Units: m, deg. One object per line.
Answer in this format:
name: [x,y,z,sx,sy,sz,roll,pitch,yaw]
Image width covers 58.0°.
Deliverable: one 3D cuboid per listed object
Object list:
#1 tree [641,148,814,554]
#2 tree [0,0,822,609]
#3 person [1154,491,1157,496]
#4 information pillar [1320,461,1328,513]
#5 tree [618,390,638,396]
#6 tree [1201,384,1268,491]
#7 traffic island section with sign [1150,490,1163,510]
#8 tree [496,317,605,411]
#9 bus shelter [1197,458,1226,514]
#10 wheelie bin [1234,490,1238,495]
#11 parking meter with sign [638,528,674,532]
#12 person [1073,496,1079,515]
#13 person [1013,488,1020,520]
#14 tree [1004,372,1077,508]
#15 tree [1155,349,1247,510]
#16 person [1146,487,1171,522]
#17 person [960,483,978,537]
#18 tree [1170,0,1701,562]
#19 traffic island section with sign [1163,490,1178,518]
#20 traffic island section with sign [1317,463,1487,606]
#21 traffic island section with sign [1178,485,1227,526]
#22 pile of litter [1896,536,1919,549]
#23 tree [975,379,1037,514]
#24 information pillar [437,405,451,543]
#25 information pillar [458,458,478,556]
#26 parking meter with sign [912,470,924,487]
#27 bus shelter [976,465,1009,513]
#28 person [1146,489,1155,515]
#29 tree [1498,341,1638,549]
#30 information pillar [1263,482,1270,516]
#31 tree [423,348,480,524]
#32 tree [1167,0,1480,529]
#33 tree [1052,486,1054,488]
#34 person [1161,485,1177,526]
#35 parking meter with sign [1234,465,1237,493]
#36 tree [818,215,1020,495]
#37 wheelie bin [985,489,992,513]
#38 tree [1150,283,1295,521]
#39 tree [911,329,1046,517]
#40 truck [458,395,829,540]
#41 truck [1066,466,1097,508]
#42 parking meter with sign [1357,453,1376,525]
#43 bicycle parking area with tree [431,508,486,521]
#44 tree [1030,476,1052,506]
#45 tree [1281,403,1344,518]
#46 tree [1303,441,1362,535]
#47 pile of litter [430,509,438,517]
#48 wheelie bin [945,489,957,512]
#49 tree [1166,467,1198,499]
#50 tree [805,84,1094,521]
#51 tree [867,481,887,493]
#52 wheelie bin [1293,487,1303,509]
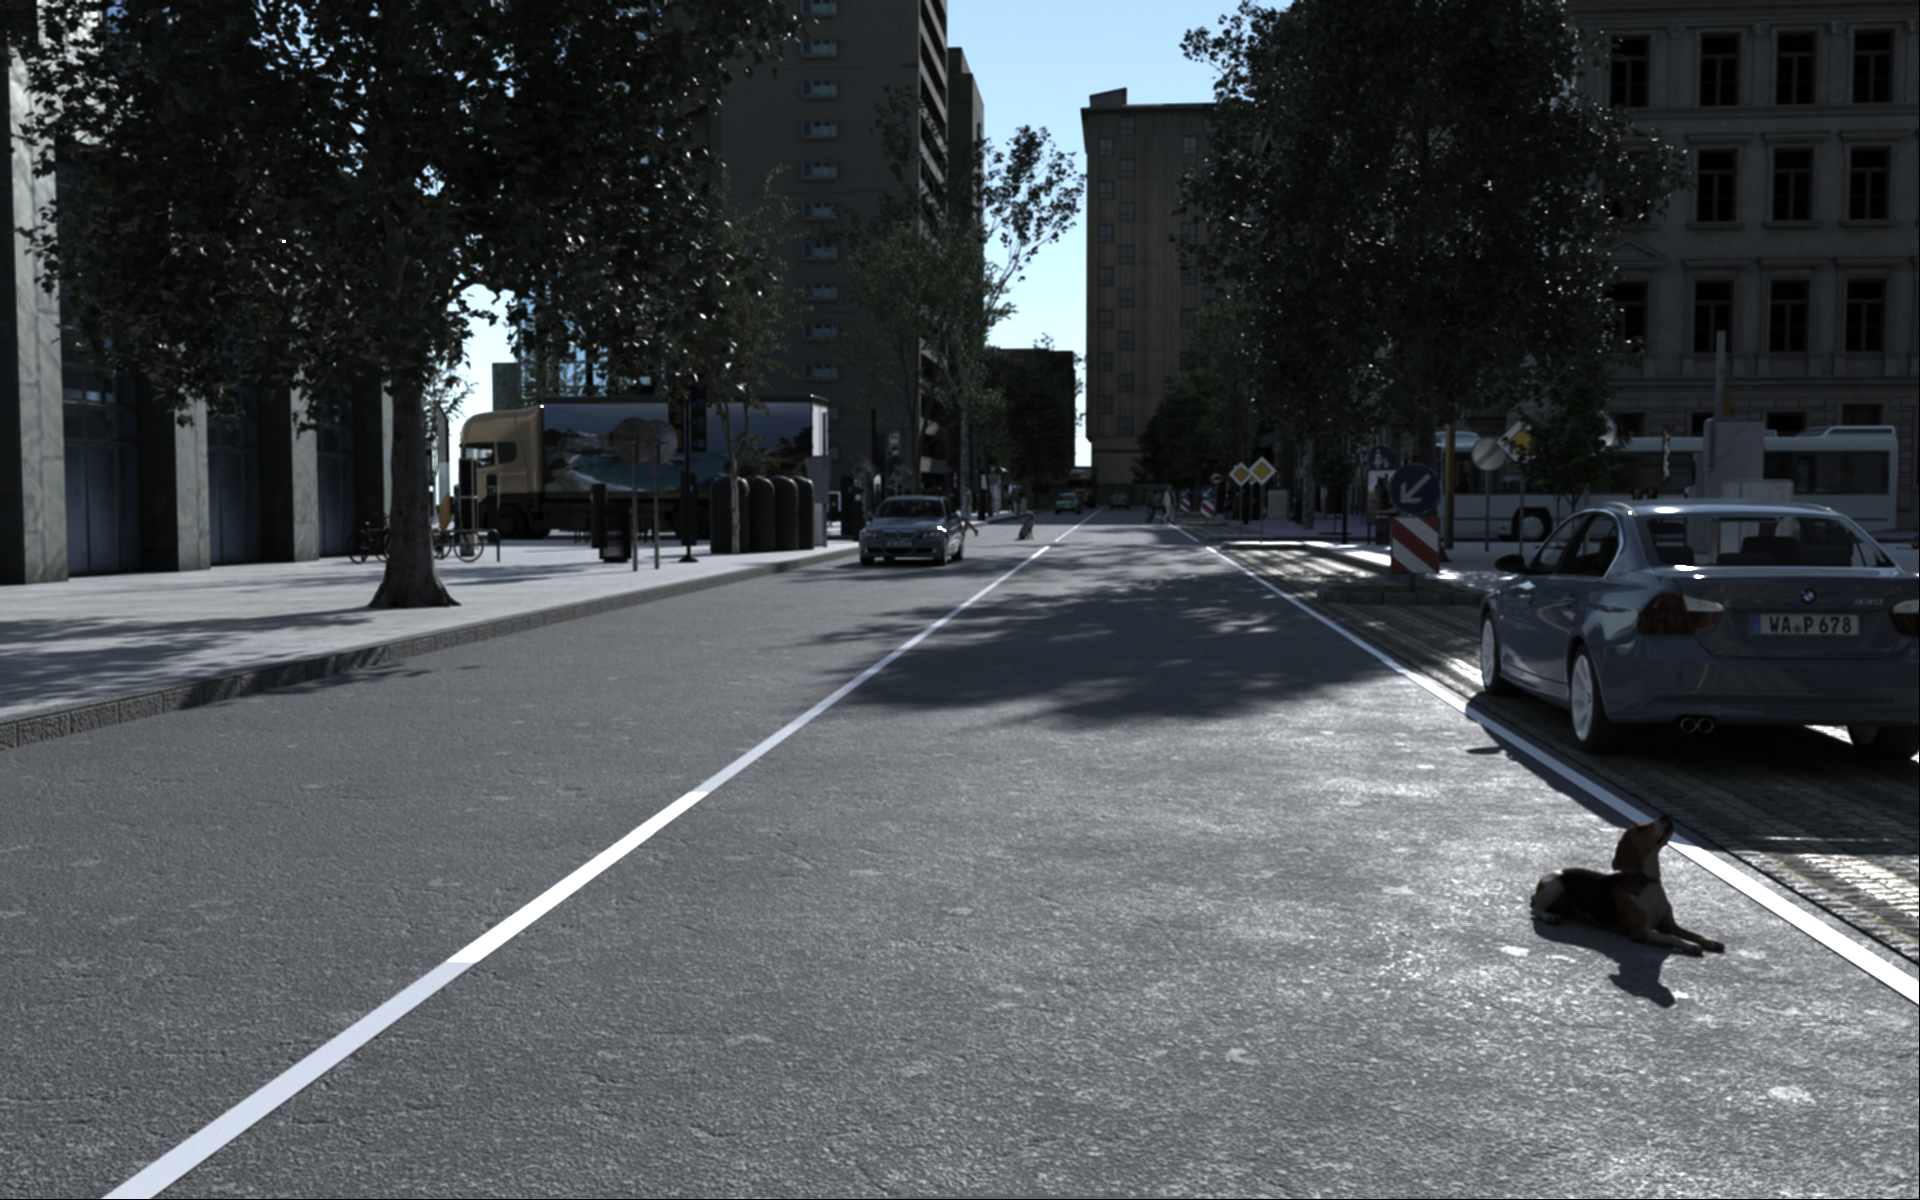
tree: [-4.918,-5.269,36.504,4.360,8.622,3.978,0,3,0]
tree: [-6.392,-6.277,19.639,9.611,12.733,9.660,0,3,0]
person: [19.313,-9.853,170.311,0.721,1.735,1.217,1,4,21]
information pillar: [24.327,-7.606,115.708,0.504,3.616,0.183,2,4,35]
tree: [-22.062,-9.920,112.560,4.737,8.622,4.395,0,3,0]
tree: [17.160,-9.759,109.918,4.737,8.622,4.395,0,3,0]
traffic island section with sign: [18.173,-8.930,154.629,1.989,1.847,2.006,0,4,5]
tree: [-16.249,-7.213,68.293,4.737,8.622,4.395,0,3,0]
bus shelter: [16.904,-7.651,116.383,1.731,3.624,6.357,0,4,6]
wheelie bin: [20.115,-7.161,124.985,0.693,1.594,0.980,-2,4,-27]
parking meter with sign: [-10.010,-3.786,58.163,1.738,3.016,0.543,-2,4,-26]
person: [7.949,-6.449,118.187,0.590,1.304,0.306,-3,5,-39]
person: [3.187,-5.394,97.241,0.362,1.759,0.519,1,4,22]
tree: [7.404,-14.851,160.935,7.486,12.596,7.792,0,3,0]
tree: [18.946,-13.313,135.797,7.486,12.596,7.792,0,3,0]
person: [10.119,-4.836,87.788,1.509,1.804,0.699,-1,4,-19]
person: [0.300,-3.018,57.941,0.778,1.811,0.616,2,4,31]
tree: [8.861,-7.083,32.811,9.611,12.733,9.660,0,3,0]
traffic island section with sign: [13.517,-5.901,105.105,1.989,1.847,2.006,0,4,5]
traffic island section with sign: [5.833,-0.887,23.131,1.989,1.847,2.006,0,4,5]
traffic island section with sign: [10.957,-4.231,77.810,1.989,1.847,2.006,0,4,5]
pile of litter: [22.742,-1.615,40.377,1.719,0.858,1.176,1,4,23]
tree: [2.530,-9.739,109.600,4.737,8.622,4.395,0,3,0]
information pillar: [-13.496,-3.298,45.272,0.183,3.616,0.504,-3,5,-43]
information pillar: [-10.155,-1.913,35.775,0.304,2.012,0.304,0,4,0]
parking meter with sign: [-2.743,-7.759,123.126,0.543,3.016,1.738,2,4,25]
bus shelter: [2.311,-7.830,121.941,2.014,3.302,5.546,0,4,5]
person: [12.929,-6.623,116.966,0.709,1.800,0.728,3,4,36]
tree: [7.899,-1.675,21.982,1.663,3.219,1.824,0,3,0]
information pillar: [18.264,-6.041,103.259,0.304,2.012,0.304,-1,4,-10]
tree: [-22.724,-7.556,73.904,4.360,8.622,3.978,0,3,0]
tree: [13.756,-12.698,63.495,12.611,20.169,13.585,0,3,0]
tree: [9.523,-12.134,192.985,1.663,3.219,1.824,0,3,0]
person: [9.436,-4.274,78.251,0.818,1.842,0.514,3,5,43]
parking meter with sign: [17.559,-6.699,105.789,1.738,3.016,0.543,-2,4,-25]
tree: [-1.623,-8.529,65.206,9.928,11.665,9.643,0,3,0]
wheelie bin: [1.701,-6.548,114.965,0.980,1.594,0.693,2,4,35]
tree: [14.002,-9.677,83.977,9.928,11.665,9.643,0,3,0]
tree: [1.404,-9.978,97.546,7.601,10.594,8.767,2,4,26]
truck: [-9.584,-3.777,50.670,11.283,4.237,2.839,0,4,7]
truck: [12.575,-11.529,177.410,2.839,4.237,11.283,0,4,7]
parking meter with sign: [17.359,-4.663,72.501,0.543,3.016,1.738,-2,4,-24]
bicycle parking area with tree: [-23.261,-6.529,93.747,8.231,4.147,9.016,0,4,-3]
tree: [7.740,-10.718,169.846,1.663,3.219,1.824,0,3,0]
tree: [19.510,-8.768,93.719,4.737,8.622,4.395,0,3,0]
tree: [11.957,-3.678,54.729,1.663,3.219,1.824,0,3,0]
pile of litter: [-30.671,-5.204,99.043,1.719,0.858,1.176,0,4,-1]
wheelie bin: [-0.633,-6.724,117.853,0.693,1.594,0.980,-3,5,-39]
tree: [21.813,-11.303,168.517,4.285,4.588,4.351,0,3,0]
tree: [-1.221,-13.845,82.252,12.611,20.169,13.585,0,3,0]
tree: [-5.760,-7.523,117.597,1.663,3.219,1.824,0,3,0]
wheelie bin: [16.395,-4.594,83.026,0.693,1.594,0.980,-1,4,-18]
